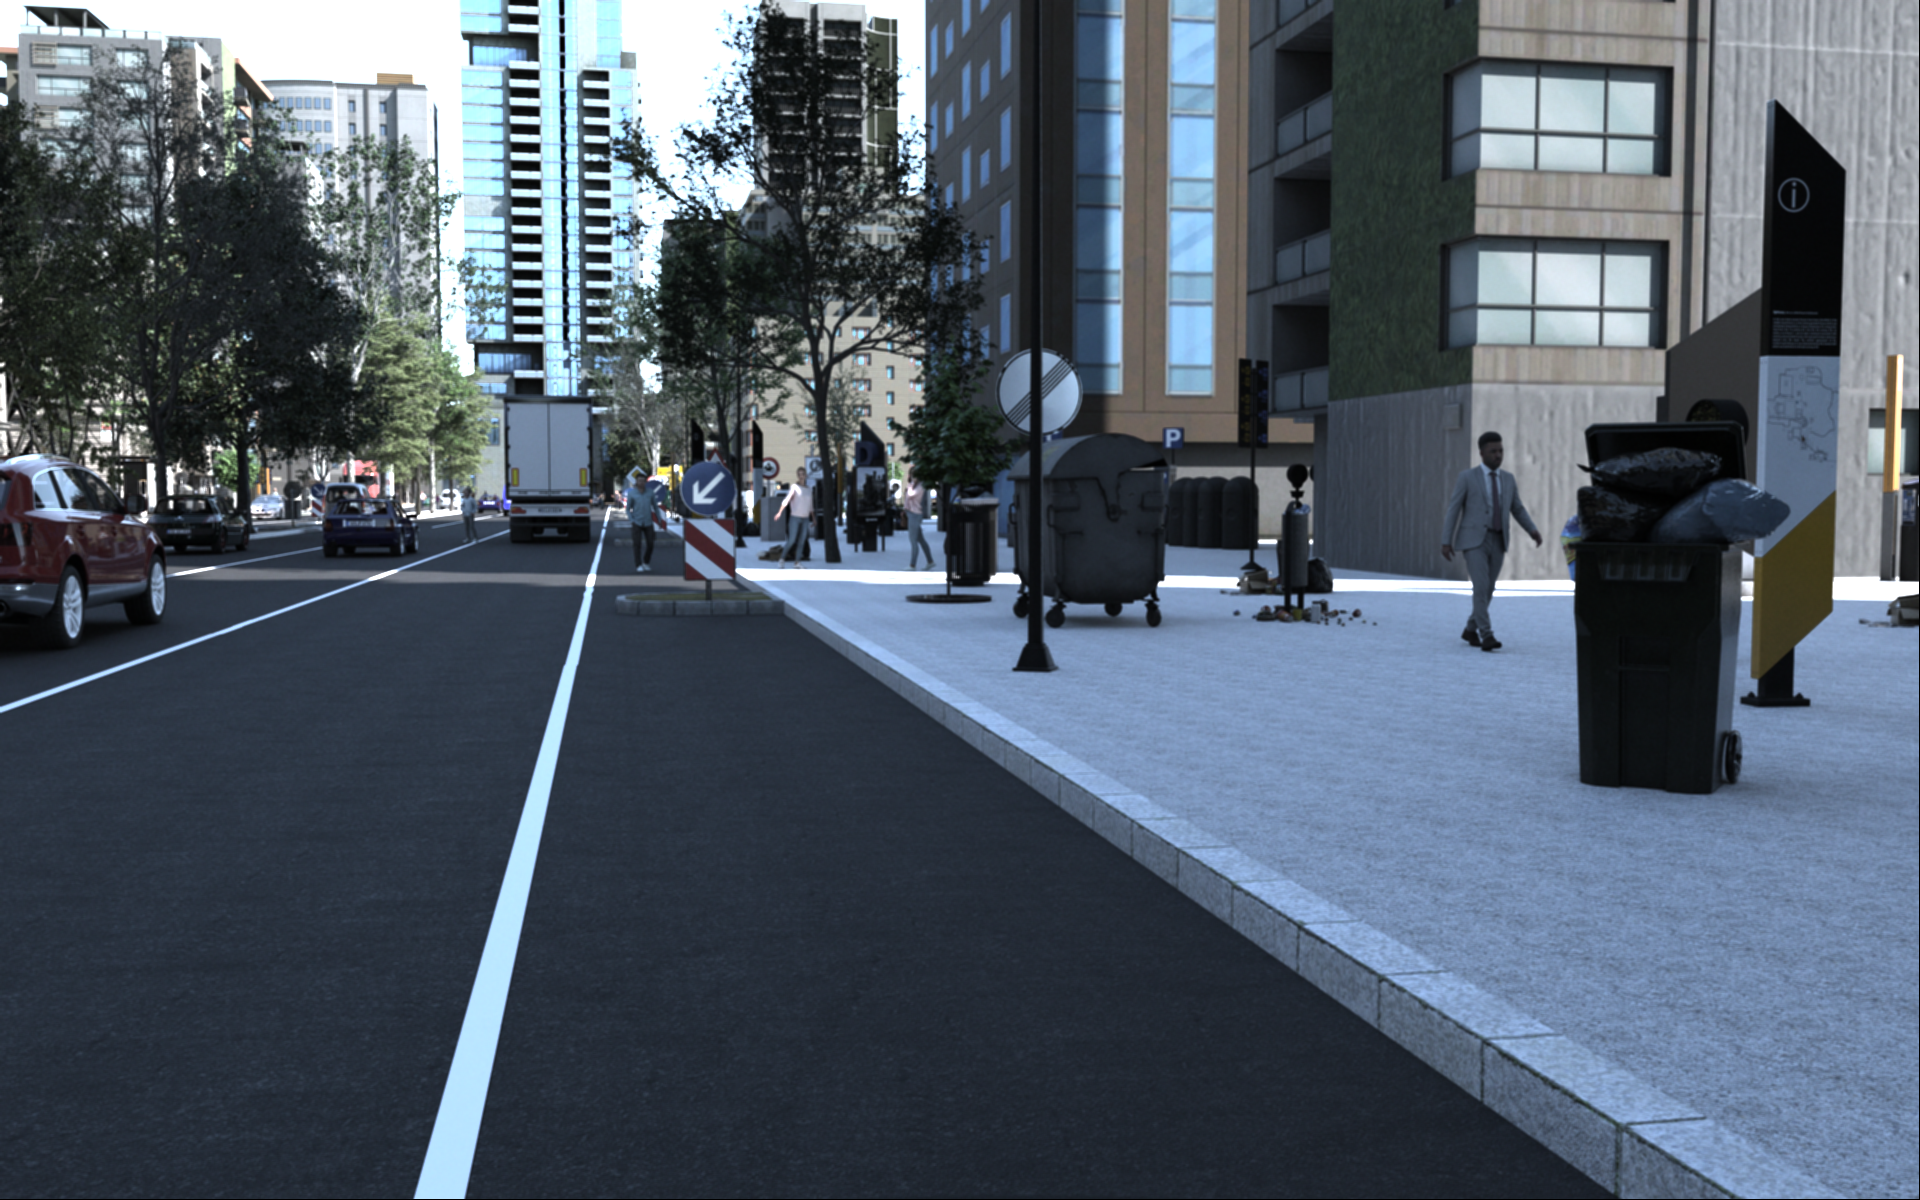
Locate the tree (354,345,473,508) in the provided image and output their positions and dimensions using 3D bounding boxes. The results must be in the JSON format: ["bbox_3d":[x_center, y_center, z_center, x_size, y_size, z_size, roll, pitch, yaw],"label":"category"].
[{"bbox_3d":[-33.034,-10.118,102.296,8.767,10.594,7.601,-1,4,-11],"label":"tree"}]

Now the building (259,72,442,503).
[{"bbox_3d":[-87.846,-42.911,243.599,28.212,58.520,21.231,-1,4,-11],"label":"building"}]

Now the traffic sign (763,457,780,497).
[{"bbox_3d":[-6.614,-3.656,59.886,0.768,2.556,0.104,-1,4,-10],"label":"traffic sign"}]

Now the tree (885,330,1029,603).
[{"bbox_3d":[-0.131,-1.589,20.587,1.663,3.219,1.824,0,3,0],"label":"tree"}]

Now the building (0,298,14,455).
[{"bbox_3d":[-57.283,-15.382,87.658,11.583,22.565,21.152,-1,4,-11],"label":"building"}]

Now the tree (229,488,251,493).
[{"bbox_3d":[-49.221,-7.561,118.221,1.663,3.219,1.824,0,3,0],"label":"tree"}]

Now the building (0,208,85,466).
[{"bbox_3d":[-63.448,-14.582,105.865,16.820,18.784,16.811,-1,4,-11],"label":"building"}]

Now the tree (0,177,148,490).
[{"bbox_3d":[-19.801,-5.210,38.006,4.737,8.622,4.395,0,3,0],"label":"tree"}]

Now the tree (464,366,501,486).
[{"bbox_3d":[-39.636,-13.081,134.458,7.486,12.596,7.792,0,3,0],"label":"tree"}]

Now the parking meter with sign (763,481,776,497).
[{"bbox_3d":[-11.066,-6.388,100.707,1.738,3.016,0.543,0,4,-8],"label":"parking meter with sign"}]

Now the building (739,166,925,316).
[{"bbox_3d":[-13.810,-31.680,209.842,32.217,40.220,23.993,-1,4,-11],"label":"building"}]

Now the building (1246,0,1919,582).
[{"bbox_3d":[12.951,-21.313,32.067,14.154,41.232,14.086,-1,4,-11],"label":"building"}]

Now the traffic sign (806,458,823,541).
[{"bbox_3d":[-3.955,-2.783,47.637,0.606,2.300,0.079,0,4,-6],"label":"traffic sign"}]

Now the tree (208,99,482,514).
[{"bbox_3d":[-30.939,-13.815,84.221,12.611,20.169,13.585,0,3,0],"label":"tree"}]

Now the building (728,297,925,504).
[{"bbox_3d":[-9.656,-20.706,183.589,27.650,21.520,28.899,-1,4,-11],"label":"building"}]

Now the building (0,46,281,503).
[{"bbox_3d":[-79.891,-31.478,169.290,22.147,44.769,28.867,-1,4,-11],"label":"building"}]

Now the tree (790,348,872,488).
[{"bbox_3d":[-6.161,-8.314,86.302,4.360,8.622,3.978,0,3,0],"label":"tree"}]

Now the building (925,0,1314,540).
[{"bbox_3d":[6.951,-24.659,53.284,14.600,45.320,14.200,-1,4,-11],"label":"building"}]

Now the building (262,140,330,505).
[{"bbox_3d":[-81.577,-31.664,201.306,14.086,41.232,14.154,-1,4,-11],"label":"building"}]

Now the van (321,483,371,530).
[{"bbox_3d":[-23.298,-3.616,66.133,2.013,2.044,4.112,-1,4,-13],"label":"van"}]

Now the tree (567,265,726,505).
[{"bbox_3d":[-25.931,-17.612,143.843,12.611,20.169,13.585,0,3,0],"label":"tree"}]

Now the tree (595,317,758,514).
[{"bbox_3d":[-18.158,-12.262,110.861,12.009,13.543,11.850,0,3,0],"label":"tree"}]

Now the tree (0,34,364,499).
[{"bbox_3d":[-21.411,-8.155,46.160,12.009,13.543,11.850,0,3,0],"label":"tree"}]

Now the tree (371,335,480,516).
[{"bbox_3d":[-34.700,-11.177,110.955,9.928,11.665,9.643,0,3,0],"label":"tree"}]

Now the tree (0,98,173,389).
[{"bbox_3d":[-18.748,-5.805,31.775,8.767,10.594,7.601,-1,4,-11],"label":"tree"}]

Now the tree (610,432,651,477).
[{"bbox_3d":[-39.238,-18.037,213.030,7.486,12.596,7.792,0,3,0],"label":"tree"}]

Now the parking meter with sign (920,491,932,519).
[{"bbox_3d":[-1.831,-5.630,88.304,1.738,3.016,0.543,2,4,31],"label":"parking meter with sign"}]

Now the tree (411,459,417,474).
[{"bbox_3d":[-65.908,-15.612,205.621,4.360,8.622,3.978,0,3,0],"label":"tree"}]

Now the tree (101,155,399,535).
[{"bbox_3d":[-24.104,-8.474,58.011,9.611,12.733,9.660,0,3,0],"label":"tree"}]

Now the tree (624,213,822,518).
[{"bbox_3d":[-8.702,-8.442,63.787,9.928,11.665,9.643,0,3,0],"label":"tree"}]

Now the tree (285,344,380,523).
[{"bbox_3d":[-28.164,-7.558,76.388,4.360,8.622,3.978,0,3,0],"label":"tree"}]

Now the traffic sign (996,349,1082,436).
[{"bbox_3d":[0.687,-0.926,15.251,0.768,2.556,0.104,-1,4,-8],"label":"traffic sign"}]

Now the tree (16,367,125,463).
[{"bbox_3d":[-50.072,-8.947,96.652,4.360,8.622,3.978,0,3,0],"label":"tree"}]

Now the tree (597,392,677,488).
[{"bbox_3d":[-34.821,-16.608,188.553,9.611,12.733,9.660,0,3,0],"label":"tree"}]

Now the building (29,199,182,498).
[{"bbox_3d":[-66.146,-18.445,130.448,11.050,23.489,19.941,-1,4,-11],"label":"building"}]

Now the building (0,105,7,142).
[{"bbox_3d":[-109.998,-33.338,195.190,14.200,45.320,14.600,-1,4,-11],"label":"building"}]

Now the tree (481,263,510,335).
[{"bbox_3d":[-38.367,-16.097,121.535,12.611,20.169,13.585,0,3,0],"label":"tree"}]

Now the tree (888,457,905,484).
[{"bbox_3d":[-6.260,-9.988,147.013,4.285,4.588,4.351,0,3,0],"label":"tree"}]

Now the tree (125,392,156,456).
[{"bbox_3d":[-53.638,-10.108,115.621,4.360,8.622,3.978,0,3,0],"label":"tree"}]

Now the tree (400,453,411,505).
[{"bbox_3d":[-63.908,-14.698,190.671,4.360,8.622,3.978,0,3,0],"label":"tree"}]

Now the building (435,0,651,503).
[{"bbox_3d":[-58.849,-57.250,248.712,31.000,86.520,22.319,-1,4,-11],"label":"building"}]

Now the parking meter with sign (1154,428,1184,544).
[{"bbox_3d":[5.294,-2.974,44.890,0.543,3.016,1.738,1,4,23],"label":"parking meter with sign"}]

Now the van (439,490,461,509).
[{"bbox_3d":[-48.266,-9.596,163.904,2.013,2.044,4.112,-1,4,-13],"label":"van"}]

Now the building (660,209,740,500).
[{"bbox_3d":[-35.860,-34.649,250.099,14.086,41.232,14.154,-1,4,-11],"label":"building"}]

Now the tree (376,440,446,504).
[{"bbox_3d":[-69.124,-19.055,218.195,9.857,13.997,8.962,0,3,0],"label":"tree"}]

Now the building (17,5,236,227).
[{"bbox_3d":[-70.935,-28.482,149.272,14.154,41.232,14.086,-1,4,-11],"label":"building"}]

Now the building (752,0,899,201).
[{"bbox_3d":[-19.390,-49.988,255.562,20.611,71.187,20.563,-1,4,-11],"label":"building"}]

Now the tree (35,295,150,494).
[{"bbox_3d":[-42.104,-9.802,86.026,9.928,11.665,9.643,0,3,0],"label":"tree"}]

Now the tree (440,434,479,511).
[{"bbox_3d":[-40.942,-11.526,141.271,4.737,8.622,4.395,0,3,0],"label":"tree"}]

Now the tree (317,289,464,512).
[{"bbox_3d":[-31.717,-10.650,94.719,7.486,12.596,7.792,0,3,0],"label":"tree"}]

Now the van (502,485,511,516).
[{"bbox_3d":[-28.607,-6.627,112.731,2.240,2.365,5.245,-1,4,-9],"label":"van"}]

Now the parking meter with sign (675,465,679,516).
[{"bbox_3d":[-16.128,-6.484,102.277,1.738,3.016,0.543,2,4,29],"label":"parking meter with sign"}]

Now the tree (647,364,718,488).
[{"bbox_3d":[-15.025,-8.854,95.133,4.360,8.622,3.978,0,3,0],"label":"tree"}]

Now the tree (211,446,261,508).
[{"bbox_3d":[-47.010,-7.874,112.447,4.285,4.588,4.351,0,3,0],"label":"tree"}]

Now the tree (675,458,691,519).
[{"bbox_3d":[-14.195,-5.857,90.366,1.663,3.219,1.824,0,3,0],"label":"tree"}]

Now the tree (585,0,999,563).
[{"bbox_3d":[-2.701,-5.984,32.257,7.601,10.594,8.767,1,4,16],"label":"tree"}]
